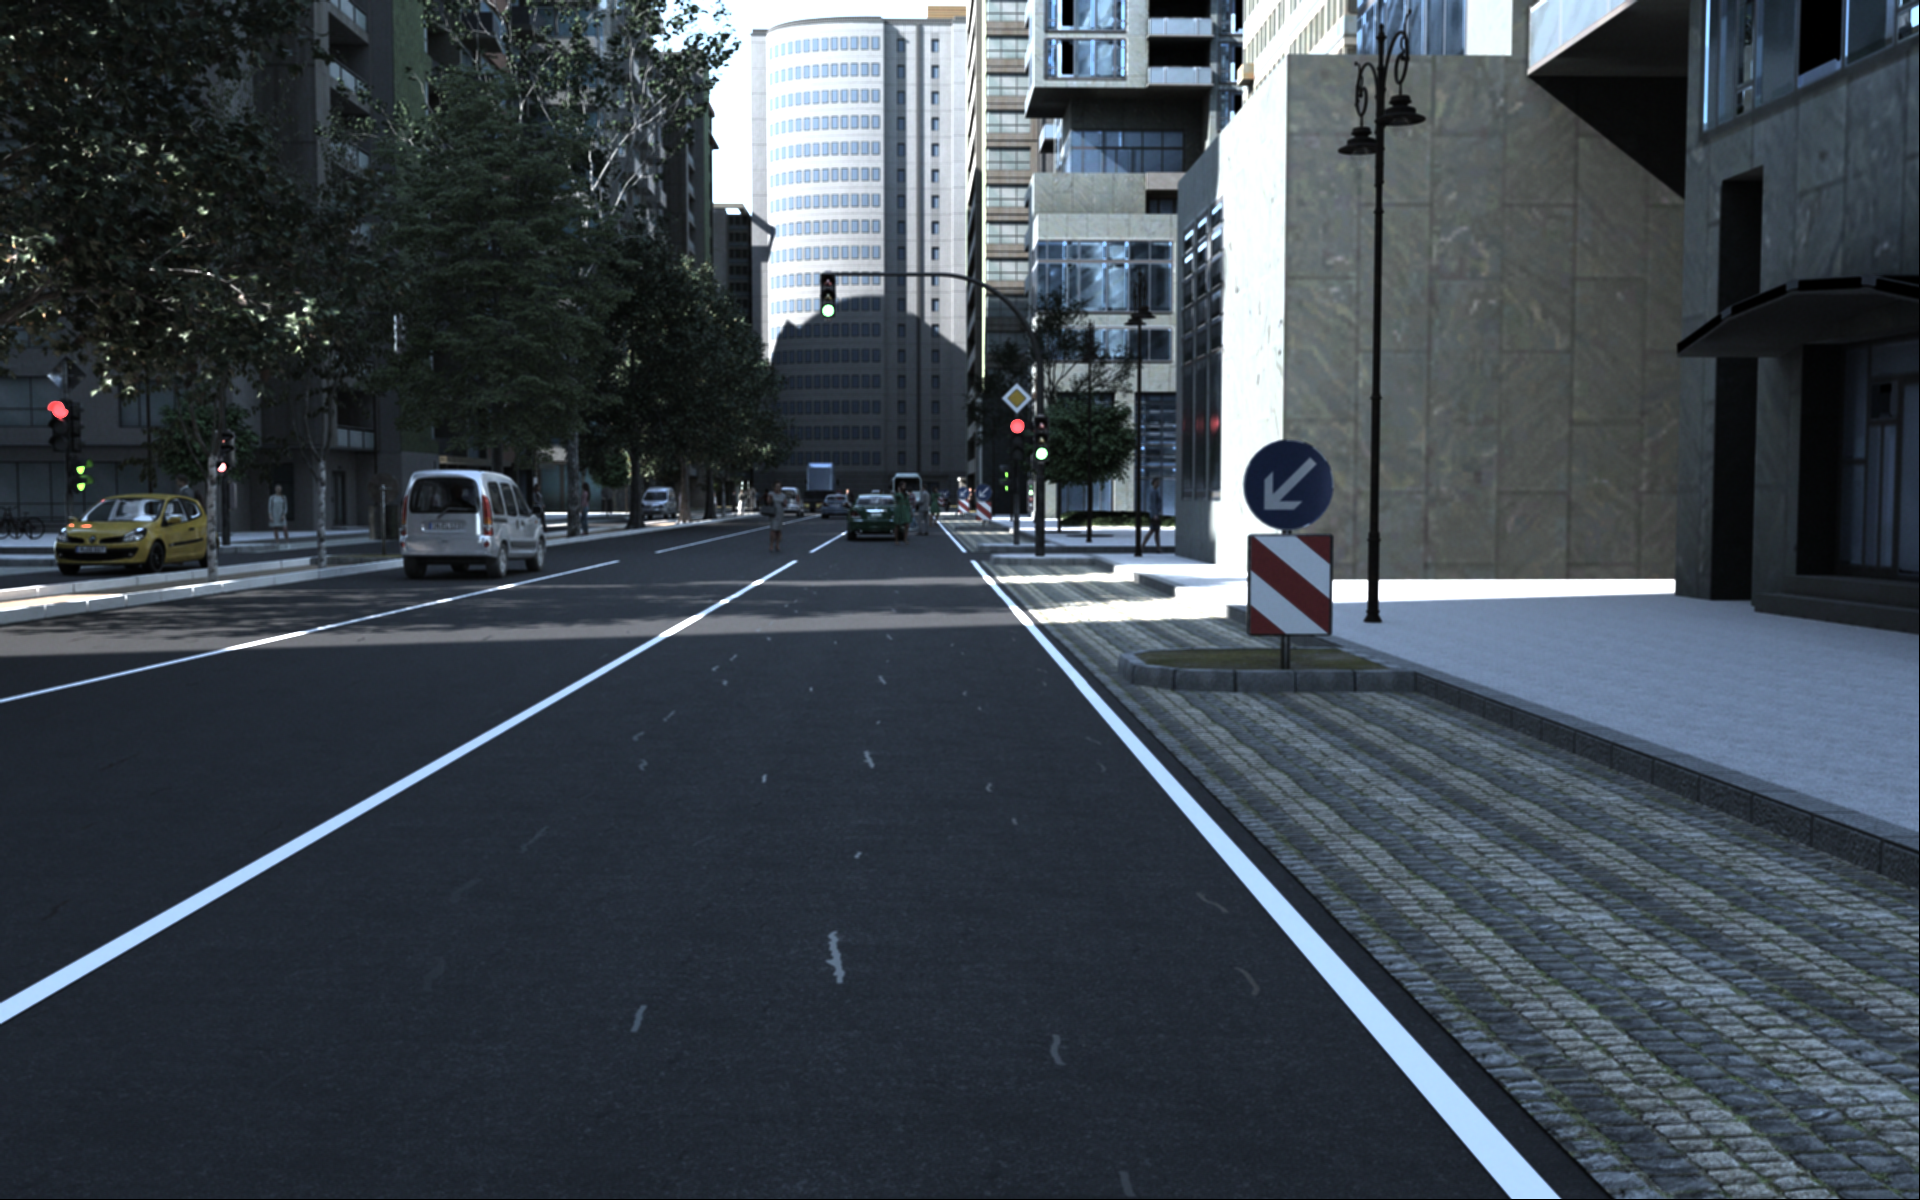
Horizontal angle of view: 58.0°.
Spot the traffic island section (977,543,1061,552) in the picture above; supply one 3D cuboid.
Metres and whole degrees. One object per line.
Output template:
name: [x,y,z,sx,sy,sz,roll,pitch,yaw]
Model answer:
traffic island section: [1.453,-1.320,43.864,2.009,0.180,2.903,0,4,-2]

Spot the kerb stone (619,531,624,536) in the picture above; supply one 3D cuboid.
kerb stone: [-11.662,-2.245,58.906,0.120,0.150,1.000,0,4,-2]

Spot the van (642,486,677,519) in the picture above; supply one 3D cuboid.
van: [-17.338,-5.650,99.388,2.013,2.044,4.112,0,4,0]

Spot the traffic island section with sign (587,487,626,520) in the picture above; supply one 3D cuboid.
traffic island section with sign: [-19.464,-5.308,95.412,1.989,1.847,2.006,0,4,-2]

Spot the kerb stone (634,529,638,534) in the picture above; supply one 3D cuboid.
kerb stone: [-11.739,-2.433,61.971,0.120,0.150,1.000,0,4,-2]

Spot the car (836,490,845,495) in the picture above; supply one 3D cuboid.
car: [-13.336,-10.800,185.257,2.281,1.827,5.304,0,4,-3]

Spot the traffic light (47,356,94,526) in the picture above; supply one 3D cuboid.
traffic light: [-18.126,-2.832,35.221,0.839,4.253,0.868,0,4,-2]

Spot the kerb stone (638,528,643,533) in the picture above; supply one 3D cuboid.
kerb stone: [-11.778,-2.492,63.005,0.120,0.150,1.000,0,4,-2]

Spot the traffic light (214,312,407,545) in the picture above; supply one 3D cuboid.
traffic light: [-16.252,-4.197,43.294,4.771,5.953,1.251,0,4,-2]

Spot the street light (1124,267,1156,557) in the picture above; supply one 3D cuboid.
street light: [3.666,-3.833,35.457,0.468,5.910,1.993,0,4,-2]

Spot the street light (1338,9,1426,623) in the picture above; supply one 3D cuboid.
street light: [4.141,-2.716,17.194,0.468,5.910,1.993,0,4,-2]

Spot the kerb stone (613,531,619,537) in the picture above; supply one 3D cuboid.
kerb stone: [-11.632,-2.177,57.880,0.120,0.150,1.000,0,4,-2]

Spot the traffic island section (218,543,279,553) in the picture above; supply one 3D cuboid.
traffic island section: [-18.381,-1.288,43.337,2.009,0.180,2.903,0,4,-2]

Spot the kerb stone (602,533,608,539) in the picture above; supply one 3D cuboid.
kerb stone: [-11.581,-2.049,55.829,0.120,0.150,1.000,0,4,-2]

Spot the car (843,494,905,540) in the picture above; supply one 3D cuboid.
car: [-2.649,-2.641,54.978,2.131,1.459,4.920,0,4,-3]

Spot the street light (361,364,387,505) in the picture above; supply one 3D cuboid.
street light: [-20.851,-5.442,61.771,0.468,5.910,1.993,0,4,-2]

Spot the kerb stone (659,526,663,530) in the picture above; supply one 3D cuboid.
kerb stone: [-11.914,-2.808,68.137,0.120,0.150,1.000,0,4,-2]

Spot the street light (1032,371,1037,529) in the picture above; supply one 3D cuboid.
street light: [2.839,-5.571,63.873,0.468,5.910,1.993,0,4,-2]

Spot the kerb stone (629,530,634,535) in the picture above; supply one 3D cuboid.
kerb stone: [-11.715,-2.370,60.949,0.120,0.150,1.000,0,4,-2]

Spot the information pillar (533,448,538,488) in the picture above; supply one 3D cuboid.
information pillar: [-20.926,-5.752,85.398,0.183,3.616,0.504,0,4,0]

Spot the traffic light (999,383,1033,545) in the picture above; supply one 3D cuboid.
traffic light: [1.413,-3.353,43.749,0.839,4.253,0.868,0,4,-2]

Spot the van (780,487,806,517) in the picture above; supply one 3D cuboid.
van: [-10.783,-6.259,109.339,2.013,2.044,4.112,0,4,-1]

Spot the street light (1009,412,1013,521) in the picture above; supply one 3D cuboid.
street light: [2.466,-6.717,82.616,0.468,5.910,1.993,0,4,-2]

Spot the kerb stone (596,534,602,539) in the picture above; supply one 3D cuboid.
kerb stone: [-11.555,-1.992,54.807,0.120,0.150,1.000,0,4,-2]

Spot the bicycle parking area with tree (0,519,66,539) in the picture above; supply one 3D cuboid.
bicycle parking area with tree: [-29.766,-3.720,47.828,9.016,4.147,8.231,1,4,21]

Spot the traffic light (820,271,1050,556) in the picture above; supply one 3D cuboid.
traffic light: [-0.461,-3.725,35.569,4.771,5.953,1.251,0,4,-2]

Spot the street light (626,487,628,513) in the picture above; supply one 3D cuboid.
street light: [-22.392,-8.774,116.238,0.468,5.910,1.993,0,4,-2]

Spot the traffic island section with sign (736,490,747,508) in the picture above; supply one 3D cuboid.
traffic island section with sign: [-21.532,-10.020,172.458,1.989,1.847,2.006,0,4,-2]

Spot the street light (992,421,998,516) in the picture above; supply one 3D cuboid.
street light: [1.952,-7.816,100.585,0.468,5.910,1.993,0,4,-2]

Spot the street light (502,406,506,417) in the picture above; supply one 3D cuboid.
street light: [-21.361,-6.582,80.399,0.468,5.910,1.993,0,4,-2]

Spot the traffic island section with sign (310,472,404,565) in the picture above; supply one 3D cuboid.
traffic island section with sign: [-12.085,-1.689,35.751,2.006,1.907,1.989,0,4,-2]

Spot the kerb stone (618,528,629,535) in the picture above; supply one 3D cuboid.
kerb stone: [-11.692,-2.308,59.927,0.120,0.150,1.000,0,4,-2]

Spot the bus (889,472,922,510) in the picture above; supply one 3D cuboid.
bus: [-5.055,-10.128,160.458,2.948,3.499,13.247,0,4,-3]

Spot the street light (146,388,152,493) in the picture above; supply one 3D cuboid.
street light: [-20.420,-4.331,43.593,0.468,5.910,1.993,0,4,-2]

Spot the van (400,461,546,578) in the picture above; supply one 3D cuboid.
van: [-8.592,-1.457,30.836,2.013,2.044,4.112,0,3,0]

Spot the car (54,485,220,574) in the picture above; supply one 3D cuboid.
car: [-15.336,-1.352,32.329,2.015,1.641,3.980,0,4,-2]

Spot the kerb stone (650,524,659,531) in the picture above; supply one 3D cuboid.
kerb stone: [-11.889,-2.747,67.115,0.120,0.150,1.000,0,4,-2]

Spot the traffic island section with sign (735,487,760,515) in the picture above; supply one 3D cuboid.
traffic island section with sign: [-14.307,-6.736,118.267,2.006,1.907,1.989,0,4,-2]

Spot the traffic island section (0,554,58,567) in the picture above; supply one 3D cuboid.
traffic island section: [-18.166,-0.800,35.354,2.009,0.180,2.903,0,4,-2]

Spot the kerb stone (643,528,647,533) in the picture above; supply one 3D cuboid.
kerb stone: [-11.800,-2.559,64.035,0.120,0.150,1.000,0,4,-2]

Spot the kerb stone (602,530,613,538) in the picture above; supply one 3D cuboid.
kerb stone: [-11.614,-2.120,56.857,0.120,0.150,1.000,0,4,-2]

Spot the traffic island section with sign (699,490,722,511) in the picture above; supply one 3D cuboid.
traffic island section with sign: [-20.804,-8.372,145.513,1.989,1.847,2.006,0,4,-2]

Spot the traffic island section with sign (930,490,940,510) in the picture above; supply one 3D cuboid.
traffic island section with sign: [-1.292,-8.398,145.939,1.989,1.847,2.006,0,4,-2]

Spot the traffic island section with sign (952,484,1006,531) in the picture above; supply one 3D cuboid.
traffic island section with sign: [0.795,-3.659,68.454,1.989,1.847,2.006,0,4,-2]

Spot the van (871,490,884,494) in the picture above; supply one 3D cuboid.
van: [-9.110,-11.224,190.519,2.013,2.044,4.112,0,4,-3]

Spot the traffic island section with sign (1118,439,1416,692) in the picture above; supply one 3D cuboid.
traffic island section with sign: [2.265,-0.290,13.375,1.989,1.847,2.006,0,4,-2]

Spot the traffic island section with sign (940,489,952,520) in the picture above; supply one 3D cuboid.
traffic island section with sign: [0.068,-5.307,95.399,1.989,1.847,2.006,0,4,-2]

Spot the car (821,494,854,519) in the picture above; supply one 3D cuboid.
car: [-7.217,-5.519,102.233,2.014,1.417,4.499,0,4,0]

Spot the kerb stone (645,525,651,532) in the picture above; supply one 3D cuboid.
kerb stone: [-11.834,-2.622,65.064,0.120,0.150,1.000,0,4,-2]

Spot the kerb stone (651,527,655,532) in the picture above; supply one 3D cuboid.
kerb stone: [-11.857,-2.681,66.087,0.120,0.150,1.000,0,4,-2]

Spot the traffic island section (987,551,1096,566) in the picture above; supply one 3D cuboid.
traffic island section: [1.668,-0.832,35.882,2.009,0.180,2.903,0,4,-2]

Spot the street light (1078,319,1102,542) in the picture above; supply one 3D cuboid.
street light: [3.436,-4.475,45.956,0.468,5.910,1.993,0,4,-2]
